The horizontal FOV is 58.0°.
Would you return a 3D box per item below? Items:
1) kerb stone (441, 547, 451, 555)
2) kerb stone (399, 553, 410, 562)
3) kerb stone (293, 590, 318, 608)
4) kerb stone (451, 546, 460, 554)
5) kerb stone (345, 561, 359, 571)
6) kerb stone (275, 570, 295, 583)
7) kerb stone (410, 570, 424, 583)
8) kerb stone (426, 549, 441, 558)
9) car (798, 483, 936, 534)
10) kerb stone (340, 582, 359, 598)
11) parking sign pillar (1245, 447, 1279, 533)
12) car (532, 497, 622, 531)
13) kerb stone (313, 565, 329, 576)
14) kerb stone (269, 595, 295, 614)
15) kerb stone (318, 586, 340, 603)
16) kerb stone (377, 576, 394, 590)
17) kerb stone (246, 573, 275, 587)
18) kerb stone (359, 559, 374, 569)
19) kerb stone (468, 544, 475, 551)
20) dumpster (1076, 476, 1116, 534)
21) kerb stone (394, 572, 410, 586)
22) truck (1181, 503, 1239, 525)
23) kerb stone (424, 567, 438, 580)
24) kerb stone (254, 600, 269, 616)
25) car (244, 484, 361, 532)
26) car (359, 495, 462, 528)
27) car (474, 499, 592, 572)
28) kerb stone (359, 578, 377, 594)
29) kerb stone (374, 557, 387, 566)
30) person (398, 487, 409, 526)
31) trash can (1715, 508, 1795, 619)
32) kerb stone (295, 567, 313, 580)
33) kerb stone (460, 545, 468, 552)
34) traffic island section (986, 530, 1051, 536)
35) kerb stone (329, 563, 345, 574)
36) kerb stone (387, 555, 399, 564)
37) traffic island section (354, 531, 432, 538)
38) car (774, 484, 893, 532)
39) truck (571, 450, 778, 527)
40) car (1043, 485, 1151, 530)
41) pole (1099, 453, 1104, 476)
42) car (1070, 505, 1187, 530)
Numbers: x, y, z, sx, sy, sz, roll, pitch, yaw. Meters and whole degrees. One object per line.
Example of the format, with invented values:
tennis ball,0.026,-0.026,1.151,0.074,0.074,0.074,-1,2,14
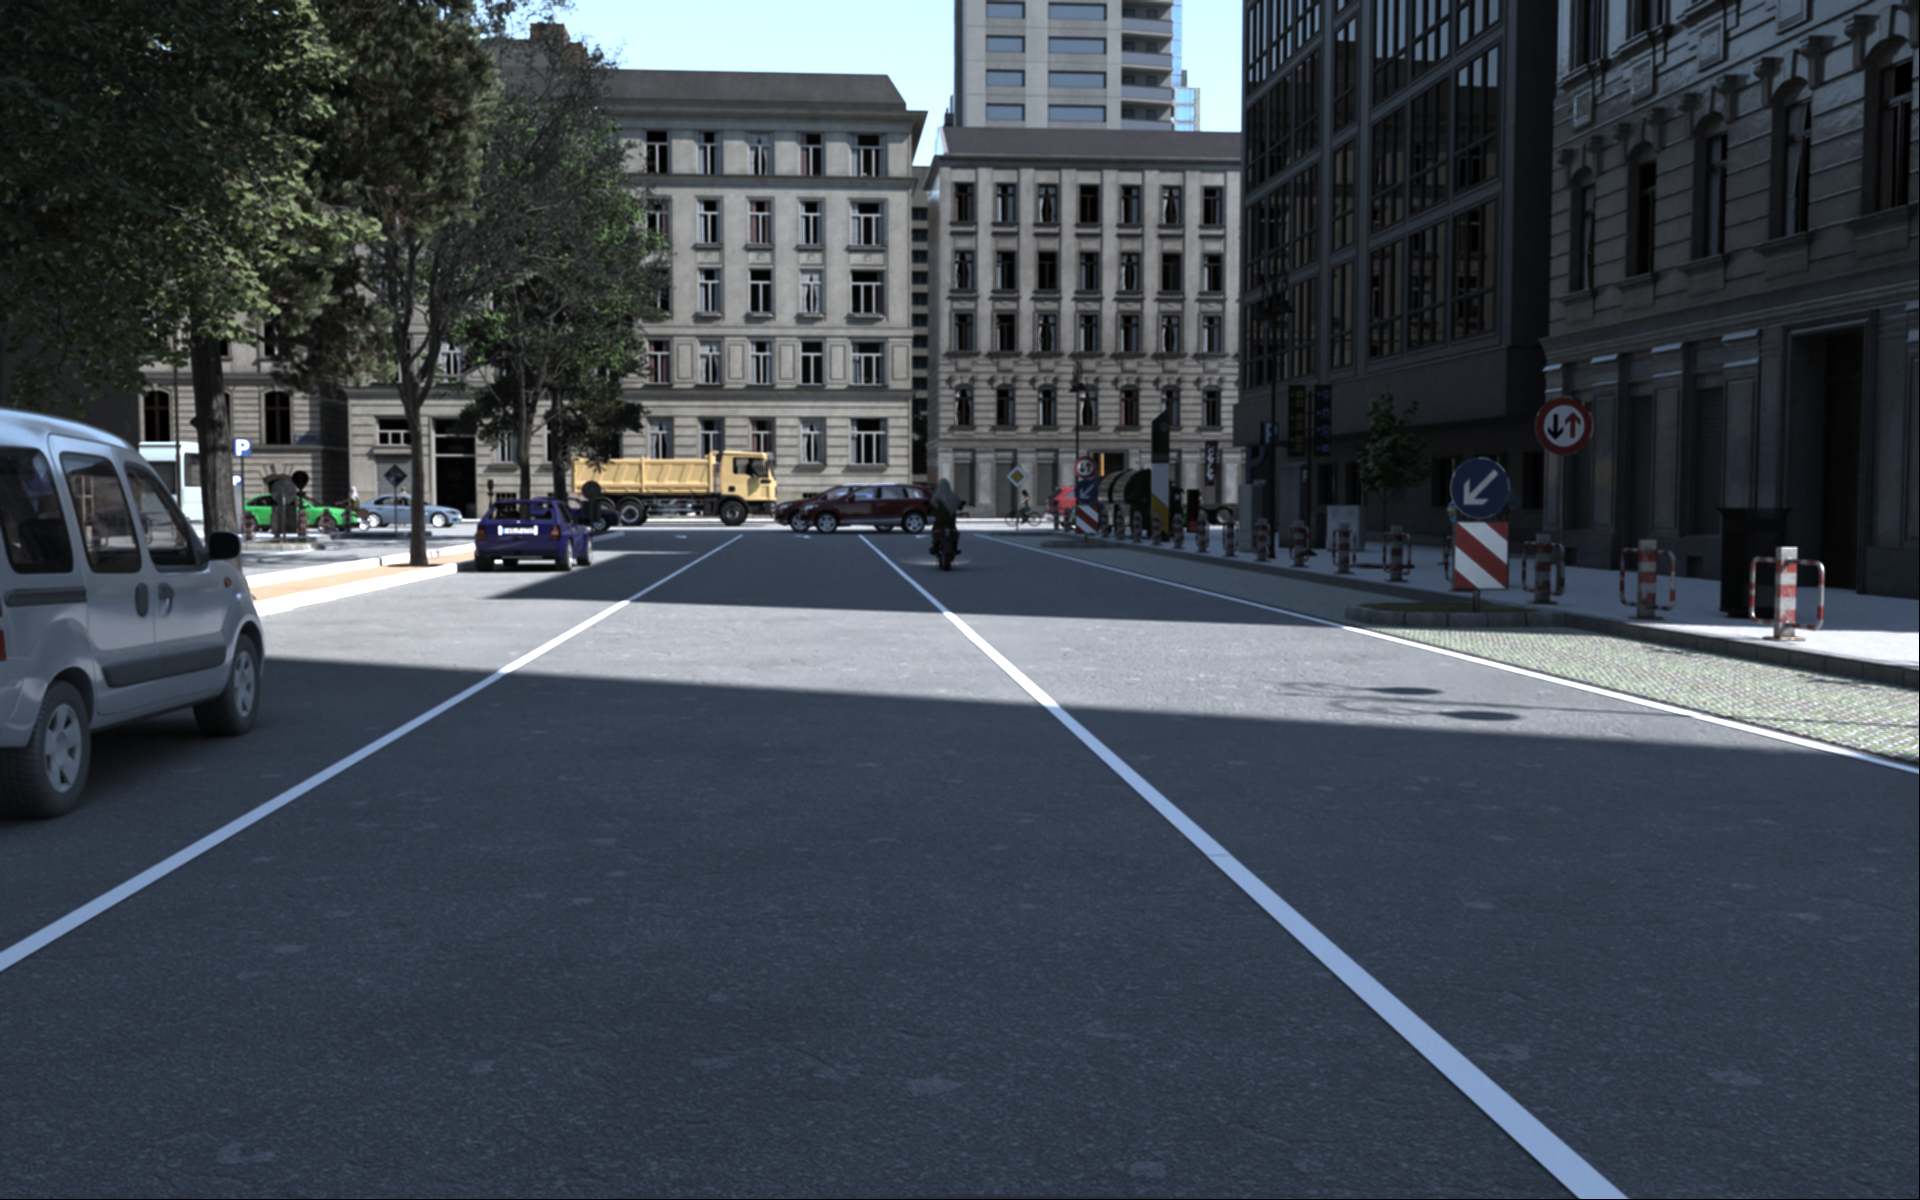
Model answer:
kerb stone,-12.109,-1.115,40.453,0.120,0.150,1.000,0,4,-5
kerb stone,-11.770,-0.863,36.352,0.120,0.150,1.000,0,4,-5
kerb stone,-8.464,0.001,22.184,0.120,0.150,1.000,0,4,-5
kerb stone,-12.202,-1.179,41.476,0.120,0.150,1.000,0,4,-5
kerb stone,-11.427,-0.615,32.254,0.120,0.150,1.000,0,4,-5
kerb stone,-11.070,-0.365,28.160,0.120,0.150,1.000,0,4,-5
kerb stone,-8.984,-0.374,28.315,0.120,0.150,1.000,0,4,-5
kerb stone,-12.033,-1.054,39.427,0.120,0.150,1.000,0,4,-5
car,-3.227,-3.329,63.099,5.304,1.827,2.281,0,4,-6
kerb stone,-8.634,-0.121,24.227,0.120,0.150,1.000,0,4,-5
parking sign pillar,10.124,-4.259,58.101,1.447,3.967,1.447,-2,4,-26
car,-15.123,-3.339,67.172,3.894,1.354,1.945,0,4,-7
kerb stone,-11.247,-0.490,30.208,0.120,0.150,1.000,0,4,-5
kerb stone,-8.367,0.067,21.164,0.120,0.150,1.000,0,4,-5
kerb stone,-8.546,-0.058,23.206,0.120,0.150,1.000,0,4,-5
kerb stone,-8.808,-0.249,26.270,0.120,0.150,1.000,0,4,-5
kerb stone,-10.986,-0.302,27.138,0.120,0.150,1.000,0,4,-5
kerb stone,-11.506,-0.678,33.276,0.120,0.150,1.000,0,4,-5
kerb stone,-12.368,-1.304,43.528,0.120,0.150,1.000,0,4,-5
dumpster,4.520,-3.105,56.525,1.264,1.857,1.865,0,4,-5
kerb stone,-8.892,-0.304,27.292,0.120,0.150,1.000,0,4,-5
truck,18.361,-5.544,80.411,18.799,4.110,2.967,0,4,-3
kerb stone,-9.066,-0.432,29.346,0.120,0.150,1.000,0,4,-5
kerb stone,-8.285,0.129,20.139,0.120,0.150,1.000,0,4,-5
car,-24.205,-3.305,62.840,4.718,1.807,1.959,0,4,-5
car,-23.871,-3.847,74.896,4.499,1.417,2.014,0,4,-4
car,-8.155,-1.270,33.338,1.945,1.354,3.894,0,4,-4
kerb stone,-8.721,-0.187,25.249,0.120,0.150,1.000,0,4,-5
kerb stone,-11.589,-0.740,34.298,0.120,0.150,1.000,0,4,-5
person,-25.373,-4.277,78.980,0.519,1.759,0.362,-2,4,-32
trash can,8.229,-0.386,17.970,0.748,1.137,0.748,0,3,0
kerb stone,-11.153,-0.427,29.181,0.120,0.150,1.000,0,4,-5
kerb stone,-12.289,-1.242,42.506,0.120,0.150,1.000,0,4,-5
traffic island section,1.997,-2.305,59.959,2.009,0.180,2.903,0,4,-5
kerb stone,-11.331,-0.553,31.230,0.120,0.150,1.000,0,4,-5
kerb stone,-11.674,-0.800,35.320,0.120,0.150,1.000,0,4,-5
traffic island section,-18.970,-2.197,58.197,2.009,0.180,2.903,0,4,-5
car,-4.398,-3.494,65.798,5.304,1.827,2.281,0,4,-4
truck,-12.276,-4.994,77.569,9.791,3.379,3.469,0,4,-4
car,6.018,-3.732,69.692,5.304,1.827,2.281,0,4,-6
pole,7.110,-5.701,87.059,0.158,3.312,0.155,0,3,0
car,6.363,-3.369,63.884,4.718,1.807,1.959,0,4,-4
